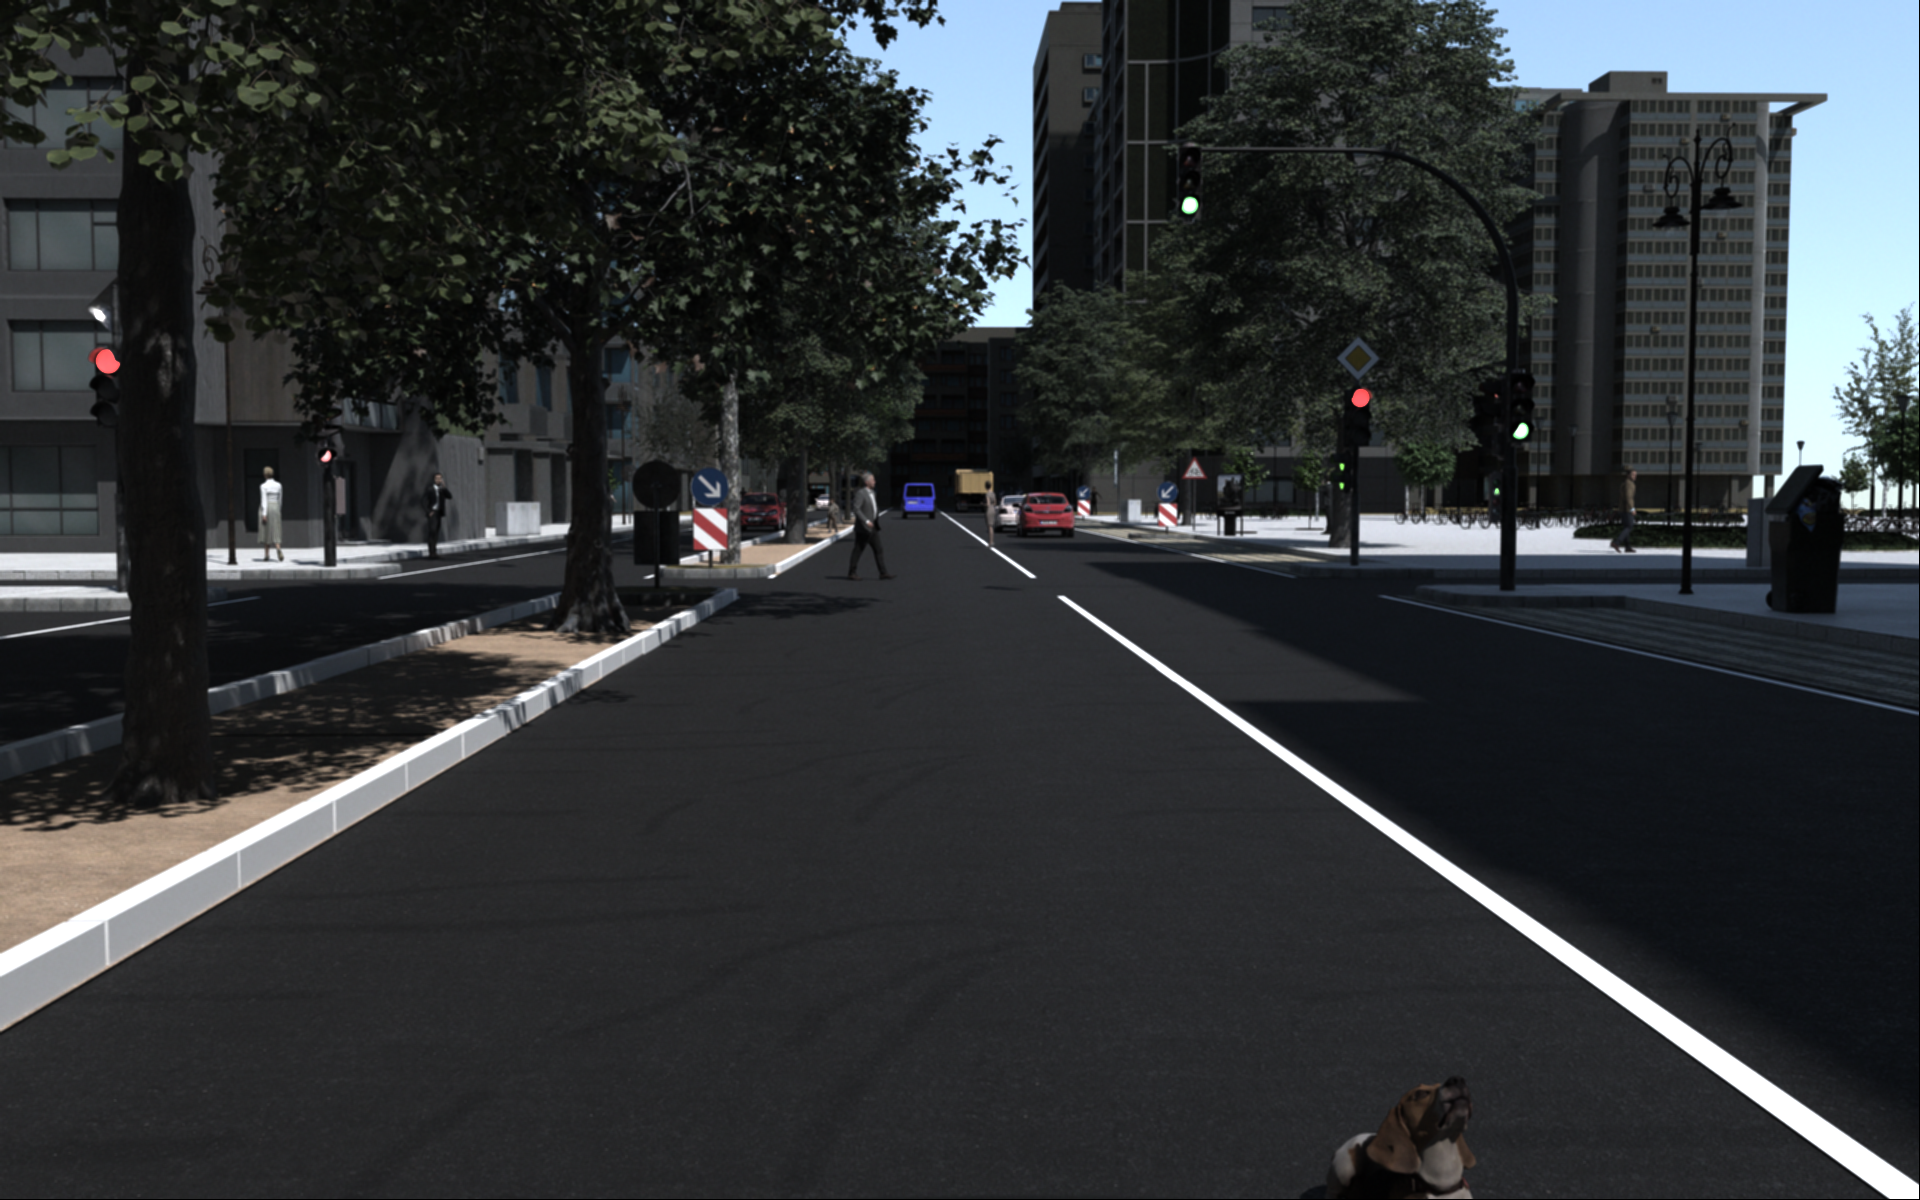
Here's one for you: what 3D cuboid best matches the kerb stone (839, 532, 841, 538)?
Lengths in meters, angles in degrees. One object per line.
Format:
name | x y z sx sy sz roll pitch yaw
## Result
kerb stone | -3.888 -1.966 54.377 0.120 0.150 1.000 0 4 -1

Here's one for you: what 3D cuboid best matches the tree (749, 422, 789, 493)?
tree | -17.221 -12.454 153.977 4.360 8.622 3.978 0 3 0

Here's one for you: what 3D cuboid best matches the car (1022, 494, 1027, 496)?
car | 3.353 -4.160 78.232 2.015 1.641 3.980 0 4 0

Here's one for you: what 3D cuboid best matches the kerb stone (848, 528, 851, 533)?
kerb stone | -4.059 -2.404 61.547 0.120 0.150 1.000 0 4 -1

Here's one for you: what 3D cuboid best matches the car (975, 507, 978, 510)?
car | 0.748 -8.873 157.658 1.945 1.354 3.894 0 4 0

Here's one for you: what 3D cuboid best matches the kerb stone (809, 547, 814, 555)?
kerb stone | -3.518 -1.088 40.024 0.120 0.150 1.000 0 4 -1

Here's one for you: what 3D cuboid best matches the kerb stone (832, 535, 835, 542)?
kerb stone | -3.782 -1.715 50.280 0.120 0.150 1.000 0 4 -1

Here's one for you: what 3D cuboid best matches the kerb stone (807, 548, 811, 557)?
kerb stone | -3.495 -1.022 39.002 0.120 0.150 1.000 0 4 -1

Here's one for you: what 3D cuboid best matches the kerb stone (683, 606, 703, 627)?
kerb stone | -2.976 0.197 19.041 0.120 0.150 1.000 0 4 -1

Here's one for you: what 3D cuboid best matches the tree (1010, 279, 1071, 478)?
tree | 7.656 -12.001 102.879 9.857 13.997 8.962 0 3 0

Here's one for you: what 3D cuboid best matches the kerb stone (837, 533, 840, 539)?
kerb stone | -3.859 -1.904 53.346 0.120 0.150 1.000 0 4 -1

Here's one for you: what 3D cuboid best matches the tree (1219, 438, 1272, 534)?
tree | 9.363 -3.797 56.689 1.663 3.219 1.824 0 3 0

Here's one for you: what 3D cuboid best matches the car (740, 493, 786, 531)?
car | -7.845 -3.605 67.976 2.155 1.783 4.494 0 4 -2

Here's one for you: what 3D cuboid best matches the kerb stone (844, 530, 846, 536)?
kerb stone | -3.959 -2.157 57.457 0.120 0.150 1.000 0 4 -1

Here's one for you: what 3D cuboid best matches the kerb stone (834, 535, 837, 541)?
kerb stone | -3.811 -1.780 51.302 0.120 0.150 1.000 0 4 -1

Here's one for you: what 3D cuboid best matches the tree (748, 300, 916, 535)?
tree | -5.154 -8.705 70.540 9.928 11.665 9.643 0 3 0

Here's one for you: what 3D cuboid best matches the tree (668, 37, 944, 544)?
tree | -4.735 -8.554 48.974 9.857 13.997 8.962 0 3 0

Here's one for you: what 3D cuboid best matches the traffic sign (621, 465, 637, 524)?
traffic sign | -14.241 -4.558 74.631 0.768 2.556 0.104 0 3 0

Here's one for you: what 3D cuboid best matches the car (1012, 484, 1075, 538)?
car | 2.858 -3.025 58.500 2.155 1.783 4.494 0 4 -1

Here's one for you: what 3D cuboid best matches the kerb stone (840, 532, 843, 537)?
kerb stone | -3.913 -2.030 55.413 0.120 0.150 1.000 0 4 -1

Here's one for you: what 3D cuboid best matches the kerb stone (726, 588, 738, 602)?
kerb stone | -3.085 -0.055 23.152 0.120 0.150 1.000 0 4 -1

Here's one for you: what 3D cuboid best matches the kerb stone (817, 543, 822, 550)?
kerb stone | -3.593 -1.277 43.102 0.120 0.150 1.000 0 4 -1

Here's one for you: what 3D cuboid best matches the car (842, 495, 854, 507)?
car | -10.840 -9.432 166.788 1.945 1.354 3.894 0 4 0

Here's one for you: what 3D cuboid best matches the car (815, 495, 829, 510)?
car | -11.904 -8.717 154.890 2.083 1.381 4.827 0 4 -2

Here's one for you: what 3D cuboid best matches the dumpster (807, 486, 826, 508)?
dumpster | -14.724 -10.515 176.868 1.985 2.255 1.502 0 4 -2

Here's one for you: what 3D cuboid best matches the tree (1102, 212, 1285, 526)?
tree | 9.594 -9.273 69.734 7.486 12.596 7.792 0 3 0

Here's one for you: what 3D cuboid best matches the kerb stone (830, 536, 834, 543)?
kerb stone | -3.749 -1.655 49.258 0.120 0.150 1.000 0 4 -1

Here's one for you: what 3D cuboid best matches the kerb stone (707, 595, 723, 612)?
kerb stone | -3.034 0.074 21.102 0.120 0.150 1.000 0 4 -1

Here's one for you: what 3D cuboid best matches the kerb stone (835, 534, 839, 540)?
kerb stone | -3.827 -1.843 52.324 0.120 0.150 1.000 0 4 -1

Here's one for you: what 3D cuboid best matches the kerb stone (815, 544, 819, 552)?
kerb stone | -3.570 -1.216 42.080 0.120 0.150 1.000 0 4 -1

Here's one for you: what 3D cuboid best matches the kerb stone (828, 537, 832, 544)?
kerb stone | -3.728 -1.593 48.236 0.120 0.150 1.000 0 4 -1

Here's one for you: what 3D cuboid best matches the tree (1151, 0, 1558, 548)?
tree | 9.182 -8.206 40.825 9.857 13.997 8.962 0 3 0

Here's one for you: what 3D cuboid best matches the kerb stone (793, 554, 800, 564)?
kerb stone | -3.380 -0.776 34.913 0.120 0.150 1.000 0 4 -1

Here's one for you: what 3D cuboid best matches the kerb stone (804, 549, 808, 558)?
kerb stone | -3.470 -0.962 37.979 0.120 0.150 1.000 0 4 -1

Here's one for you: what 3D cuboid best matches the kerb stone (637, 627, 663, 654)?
kerb stone | -2.892 0.381 15.964 0.120 0.150 1.000 0 4 -1

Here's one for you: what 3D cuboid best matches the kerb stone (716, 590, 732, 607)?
kerb stone | -3.056 0.004 22.125 0.120 0.150 1.000 0 4 -1

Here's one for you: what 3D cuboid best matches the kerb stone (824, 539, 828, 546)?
kerb stone | -3.677 -1.461 46.181 0.120 0.150 1.000 0 4 -1

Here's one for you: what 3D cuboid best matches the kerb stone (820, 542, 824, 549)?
kerb stone | -3.621 -1.332 44.129 0.120 0.150 1.000 0 4 -1

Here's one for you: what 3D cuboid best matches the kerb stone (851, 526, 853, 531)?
kerb stone | -4.148 -2.593 64.623 0.120 0.150 1.000 0 4 -1

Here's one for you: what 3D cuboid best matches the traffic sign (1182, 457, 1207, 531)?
traffic sign | 8.161 -3.691 60.349 0.884 2.594 0.081 0 4 0

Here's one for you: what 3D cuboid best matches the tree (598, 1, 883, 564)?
tree | -5.931 -10.843 35.634 12.611 20.169 13.585 0 3 0

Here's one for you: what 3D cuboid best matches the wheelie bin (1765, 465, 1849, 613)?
wheelie bin | 9.221 -0.671 18.879 0.693 1.594 0.980 0 4 4

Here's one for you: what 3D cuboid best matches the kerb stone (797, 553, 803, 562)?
kerb stone | -3.411 -0.840 35.934 0.120 0.150 1.000 0 4 -1

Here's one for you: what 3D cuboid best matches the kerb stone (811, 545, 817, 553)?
kerb stone | -3.542 -1.153 41.055 0.120 0.150 1.000 0 4 -1

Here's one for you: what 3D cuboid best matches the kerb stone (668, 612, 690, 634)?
kerb stone | -2.957 0.256 18.015 0.120 0.150 1.000 0 4 -1

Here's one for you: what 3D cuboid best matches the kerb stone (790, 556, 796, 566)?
kerb stone | -3.356 -0.715 33.890 0.120 0.150 1.000 0 4 -1

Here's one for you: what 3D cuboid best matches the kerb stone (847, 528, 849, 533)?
kerb stone | -4.042 -2.341 60.525 0.120 0.150 1.000 0 4 -1

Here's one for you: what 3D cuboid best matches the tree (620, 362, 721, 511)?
tree | -16.184 -8.824 94.632 4.360 8.622 3.978 0 3 0

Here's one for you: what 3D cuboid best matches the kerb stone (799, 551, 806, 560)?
kerb stone | -3.427 -0.902 36.956 0.120 0.150 1.000 0 4 -1

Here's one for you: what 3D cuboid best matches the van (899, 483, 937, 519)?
van | -2.438 -5.927 101.295 2.240 2.365 5.245 0 4 -3

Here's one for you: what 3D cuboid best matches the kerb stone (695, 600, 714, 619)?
kerb stone | -3.000 0.132 20.070 0.120 0.150 1.000 0 4 -1

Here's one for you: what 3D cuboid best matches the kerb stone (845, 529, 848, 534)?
kerb stone | -4.010 -2.280 59.501 0.120 0.150 1.000 0 4 -1

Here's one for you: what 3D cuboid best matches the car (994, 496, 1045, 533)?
car | 2.236 -3.252 65.534 2.083 1.381 4.827 0 4 0

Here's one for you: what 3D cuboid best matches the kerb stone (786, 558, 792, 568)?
kerb stone | -3.333 -0.649 32.869 0.120 0.150 1.000 0 4 -1

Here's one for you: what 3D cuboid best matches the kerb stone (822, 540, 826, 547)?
kerb stone | -3.650 -1.404 45.158 0.120 0.150 1.000 0 4 -1

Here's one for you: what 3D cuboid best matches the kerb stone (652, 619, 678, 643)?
kerb stone | -2.925 0.318 16.993 0.120 0.150 1.000 0 4 -1

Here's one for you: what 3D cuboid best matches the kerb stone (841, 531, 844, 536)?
kerb stone | -3.938 -2.094 56.435 0.120 0.150 1.000 0 4 -1

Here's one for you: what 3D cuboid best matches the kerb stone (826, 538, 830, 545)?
kerb stone | -3.700 -1.525 47.202 0.120 0.150 1.000 0 4 -1

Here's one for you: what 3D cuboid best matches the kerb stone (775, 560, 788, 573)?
kerb stone | -3.311 -0.590 31.844 0.120 0.150 1.000 0 4 -1
